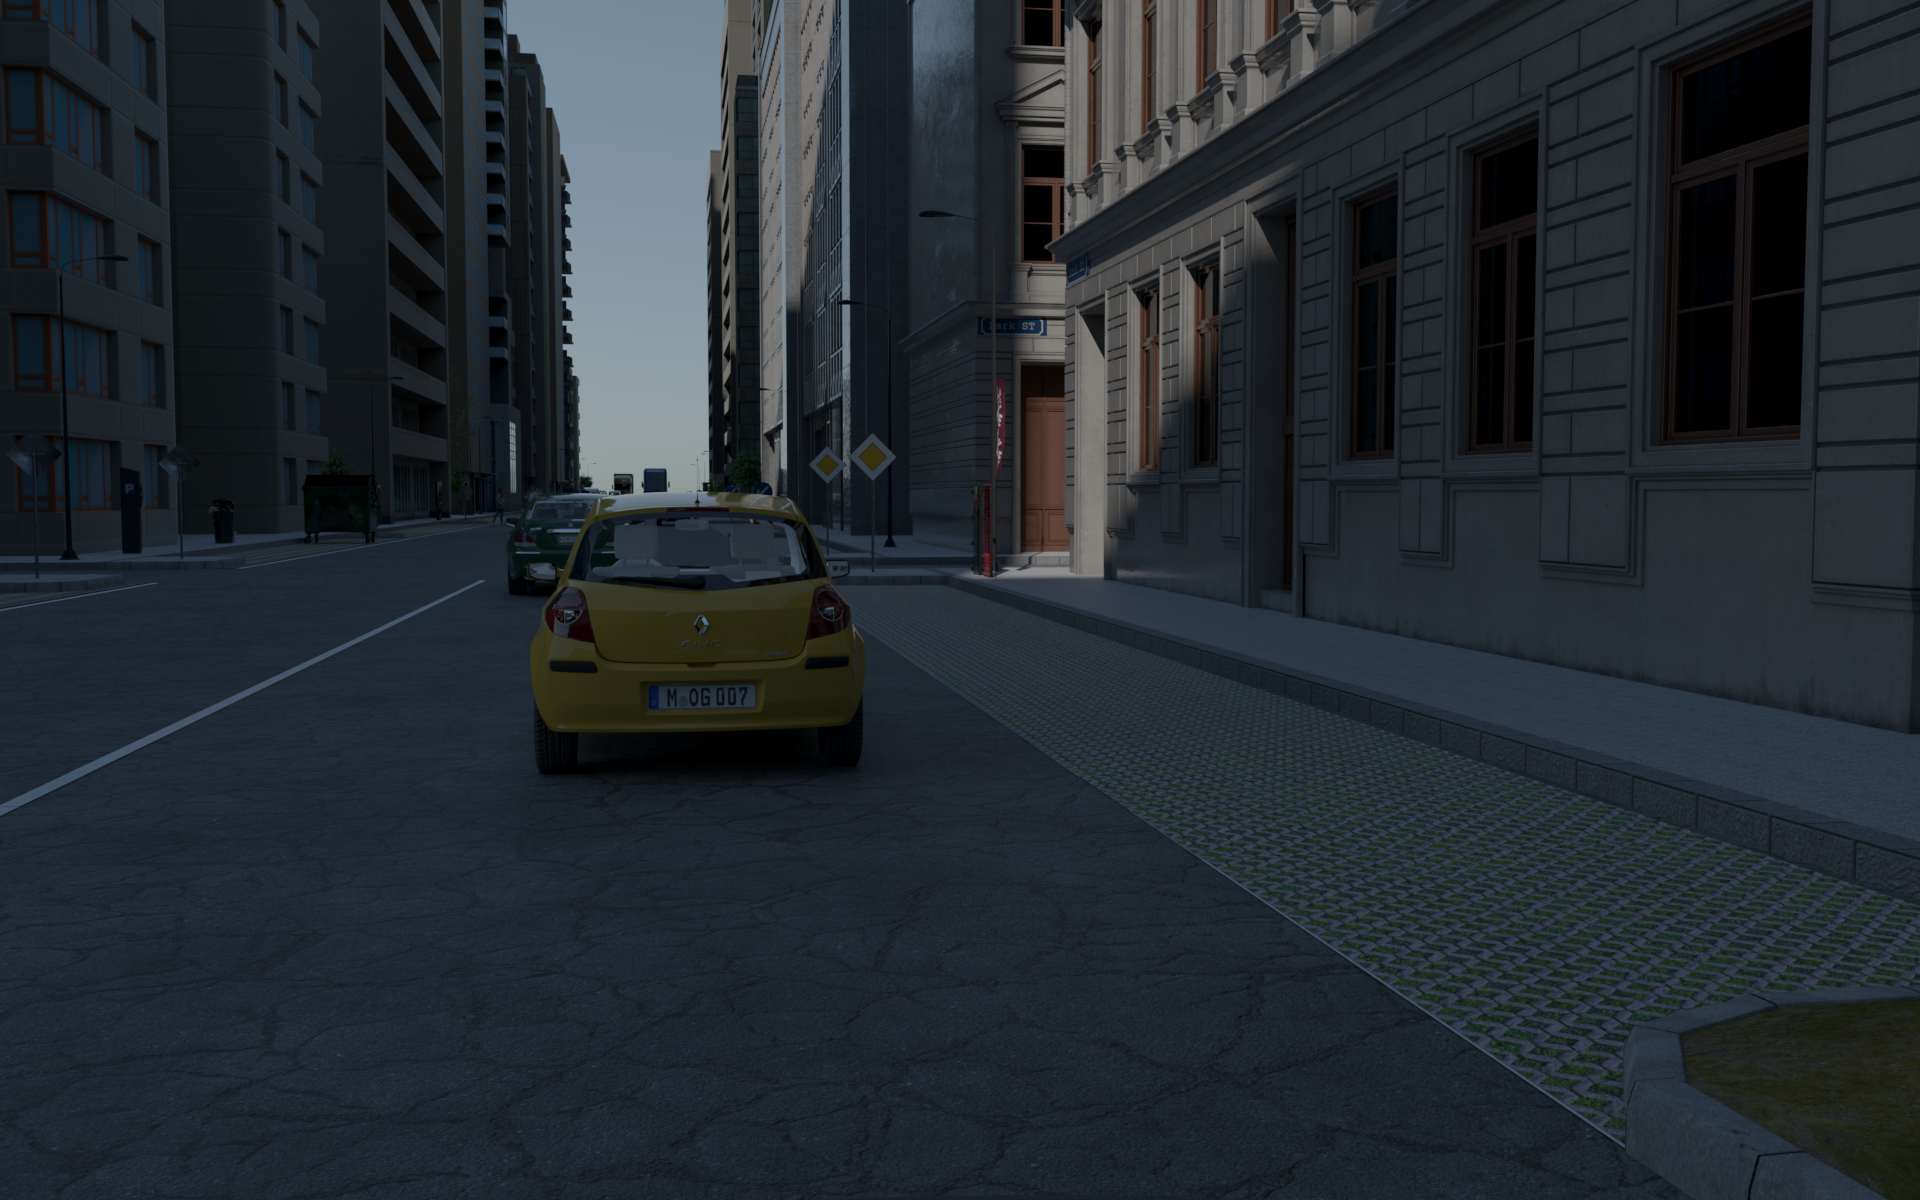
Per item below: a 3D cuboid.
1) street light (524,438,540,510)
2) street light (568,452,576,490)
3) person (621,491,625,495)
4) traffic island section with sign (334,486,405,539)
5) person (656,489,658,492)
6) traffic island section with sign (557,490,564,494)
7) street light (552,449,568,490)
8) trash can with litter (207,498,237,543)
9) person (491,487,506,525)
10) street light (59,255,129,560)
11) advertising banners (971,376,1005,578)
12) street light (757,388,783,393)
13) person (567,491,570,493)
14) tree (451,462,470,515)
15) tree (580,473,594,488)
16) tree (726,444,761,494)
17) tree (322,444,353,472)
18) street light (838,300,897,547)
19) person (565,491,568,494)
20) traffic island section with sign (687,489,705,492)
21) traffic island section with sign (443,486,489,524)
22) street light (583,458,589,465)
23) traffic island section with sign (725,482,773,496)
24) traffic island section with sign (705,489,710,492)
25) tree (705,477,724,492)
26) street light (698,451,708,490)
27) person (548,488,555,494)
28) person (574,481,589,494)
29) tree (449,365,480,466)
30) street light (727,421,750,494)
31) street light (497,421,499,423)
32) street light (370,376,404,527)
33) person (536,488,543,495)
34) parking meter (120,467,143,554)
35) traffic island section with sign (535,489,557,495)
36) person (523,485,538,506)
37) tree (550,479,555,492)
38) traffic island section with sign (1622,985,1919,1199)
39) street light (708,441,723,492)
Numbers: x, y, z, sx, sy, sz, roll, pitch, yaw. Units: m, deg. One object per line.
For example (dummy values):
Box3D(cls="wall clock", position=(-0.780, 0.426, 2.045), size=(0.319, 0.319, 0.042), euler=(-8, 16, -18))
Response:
Box3D(cls="street light", position=(-35.561, -10.483, 143.938), size=(1.470, 5.913, 1.316), euler=(-1, 4, -10))
Box3D(cls="street light", position=(-43.520, -13.369, 191.116), size=(1.470, 5.913, 1.316), euler=(-1, 4, -10))
Box3D(cls="person", position=(-40.295, -12.174, 207.635), size=(1.350, 1.814, 0.705), euler=(-3, 5, -44))
Box3D(cls="traffic island section with sign", position=(-19.149, -2.916, 56.310), size=(1.989, 1.847, 2.006), euler=(-1, 4, -10))
Box3D(cls="person", position=(-25.237, -8.311, 144.345), size=(1.348, 1.831, 0.705), euler=(-1, 4, -20))
Box3D(cls="traffic island section with sign", position=(-36.723, -9.219, 159.360), size=(1.989, 1.847, 2.006), euler=(-1, 4, -10))
Box3D(cls="street light", position=(-41.384, -12.574, 178.128), size=(1.470, 5.913, 1.316), euler=(-1, 4, -10))
Box3D(cls="trash can with litter", position=(-19.208, -2.063, 45.116), size=(0.624, 1.170, 1.055), euler=(-1, 4, -16))
Box3D(cls="person", position=(-21.052, -4.280, 79.063), size=(0.643, 1.750, 0.593), euler=(0, 3, 0))
Box3D(cls="street light", position=(-16.819, -3.738, 33.654), size=(1.470, 5.913, 1.316), euler=(-1, 4, -10))
Box3D(cls="advertising banners", position=(0.433, -1.869, 26.749), size=(0.090, 3.025, 2.074), euler=(-1, 4, -12))
Box3D(cls="street light", position=(-8.182, -6.324, 75.946), size=(1.470, 5.913, 1.316), euler=(-1, 4, -10))
Box3D(cls="person", position=(-33.711, -8.589, 149.718), size=(1.217, 1.735, 0.721), euler=(3, 4, 36))
Box3D(cls="tree", position=(-31.057, -6.834, 106.342), size=(1.663, 3.219, 1.824), euler=(0, 3, 0))
Box3D(cls="tree", position=(-57.549, -17.172, 264.471), size=(4.285, 4.588, 4.351), euler=(0, 3, 0))
Box3D(cls="tree", position=(-13.580, -7.936, 113.462), size=(4.285, 4.588, 4.351), euler=(0, 3, 0))
Box3D(cls="tree", position=(-24.539, -4.481, 67.867), size=(1.663, 3.219, 1.824), euler=(0, 3, 0))
Box3D(cls="street light", position=(-2.227, -4.225, 41.624), size=(1.470, 5.913, 1.316), euler=(-1, 4, -10))
Box3D(cls="person", position=(-33.467, -8.441, 147.316), size=(0.445, 1.727, 0.742), euler=(0, 4, -3))
Box3D(cls="traffic island section with sign", position=(-24.272, -9.291, 160.541), size=(1.989, 1.847, 2.006), euler=(-1, 4, -10))
Box3D(cls="traffic island section with sign", position=(-23.759, -4.567, 83.297), size=(1.989, 1.847, 2.006), euler=(-1, 4, -10))
Box3D(cls="street light", position=(-49.589, -15.501, 225.974), size=(1.470, 5.913, 1.316), euler=(-1, 4, -10))
Box3D(cls="traffic island section with sign", position=(-6.668, -2.977, 57.294), size=(1.989, 1.847, 2.006), euler=(-1, 4, -10))
Box3D(cls="traffic island section with sign", position=(-11.198, -4.602, 83.868), size=(1.989, 1.847, 2.006), euler=(-1, 4, -10))
Box3D(cls="tree", position=(-28.462, -12.556, 199.891), size=(1.663, 3.219, 1.824), euler=(0, 3, 0))
Box3D(cls="street light", position=(-28.829, -13.785, 197.926), size=(1.470, 5.913, 1.316), euler=(-1, 4, -10))
Box3D(cls="person", position=(-26.747, -6.422, 113.581), size=(1.350, 1.814, 0.705), euler=(1, 4, 9))
Box3D(cls="person", position=(-13.546, -3.300, 61.813), size=(0.648, 1.900, 0.474), euler=(-1, 4, -18))
Box3D(cls="tree", position=(-29.127, -8.951, 96.719), size=(4.737, 8.622, 4.395), euler=(0, 3, 0))
Box3D(cls="street light", position=(-13.961, -8.416, 110.144), size=(1.470, 5.913, 1.316), euler=(-1, 4, -10))
Box3D(cls="street light", position=(-29.817, -8.382, 109.581), size=(1.470, 5.913, 1.316), euler=(-1, 4, -10))
Box3D(cls="street light", position=(-22.639, -5.863, 68.407), size=(1.470, 5.913, 1.316), euler=(-1, 4, -10))
Box3D(cls="person", position=(-24.624, -5.659, 101.123), size=(0.635, 1.810, 0.391), euler=(2, 4, 24))
Box3D(cls="parking meter", position=(-17.815, -1.930, 37.263), size=(0.399, 1.863, 0.255), euler=(-1, 4, -15))
Box3D(cls="traffic island section with sign", position=(-32.187, -7.594, 132.788), size=(1.989, 1.847, 2.006), euler=(-1, 4, -10))
Box3D(cls="person", position=(-18.911, -4.143, 76.334), size=(0.679, 1.850, 0.850), euler=(-1, 4, -11))
Box3D(cls="tree", position=(-43.624, -11.536, 183.214), size=(1.663, 3.219, 1.824), euler=(0, 3, 0))
Box3D(cls="traffic island section with sign", position=(2.501, 0.316, 3.468), size=(1.989, 1.847, 2.006), euler=(-1, 4, -10))
Box3D(cls="street light", position=(-20.960, -10.912, 150.945), size=(1.470, 5.913, 1.316), euler=(-1, 4, -10))
